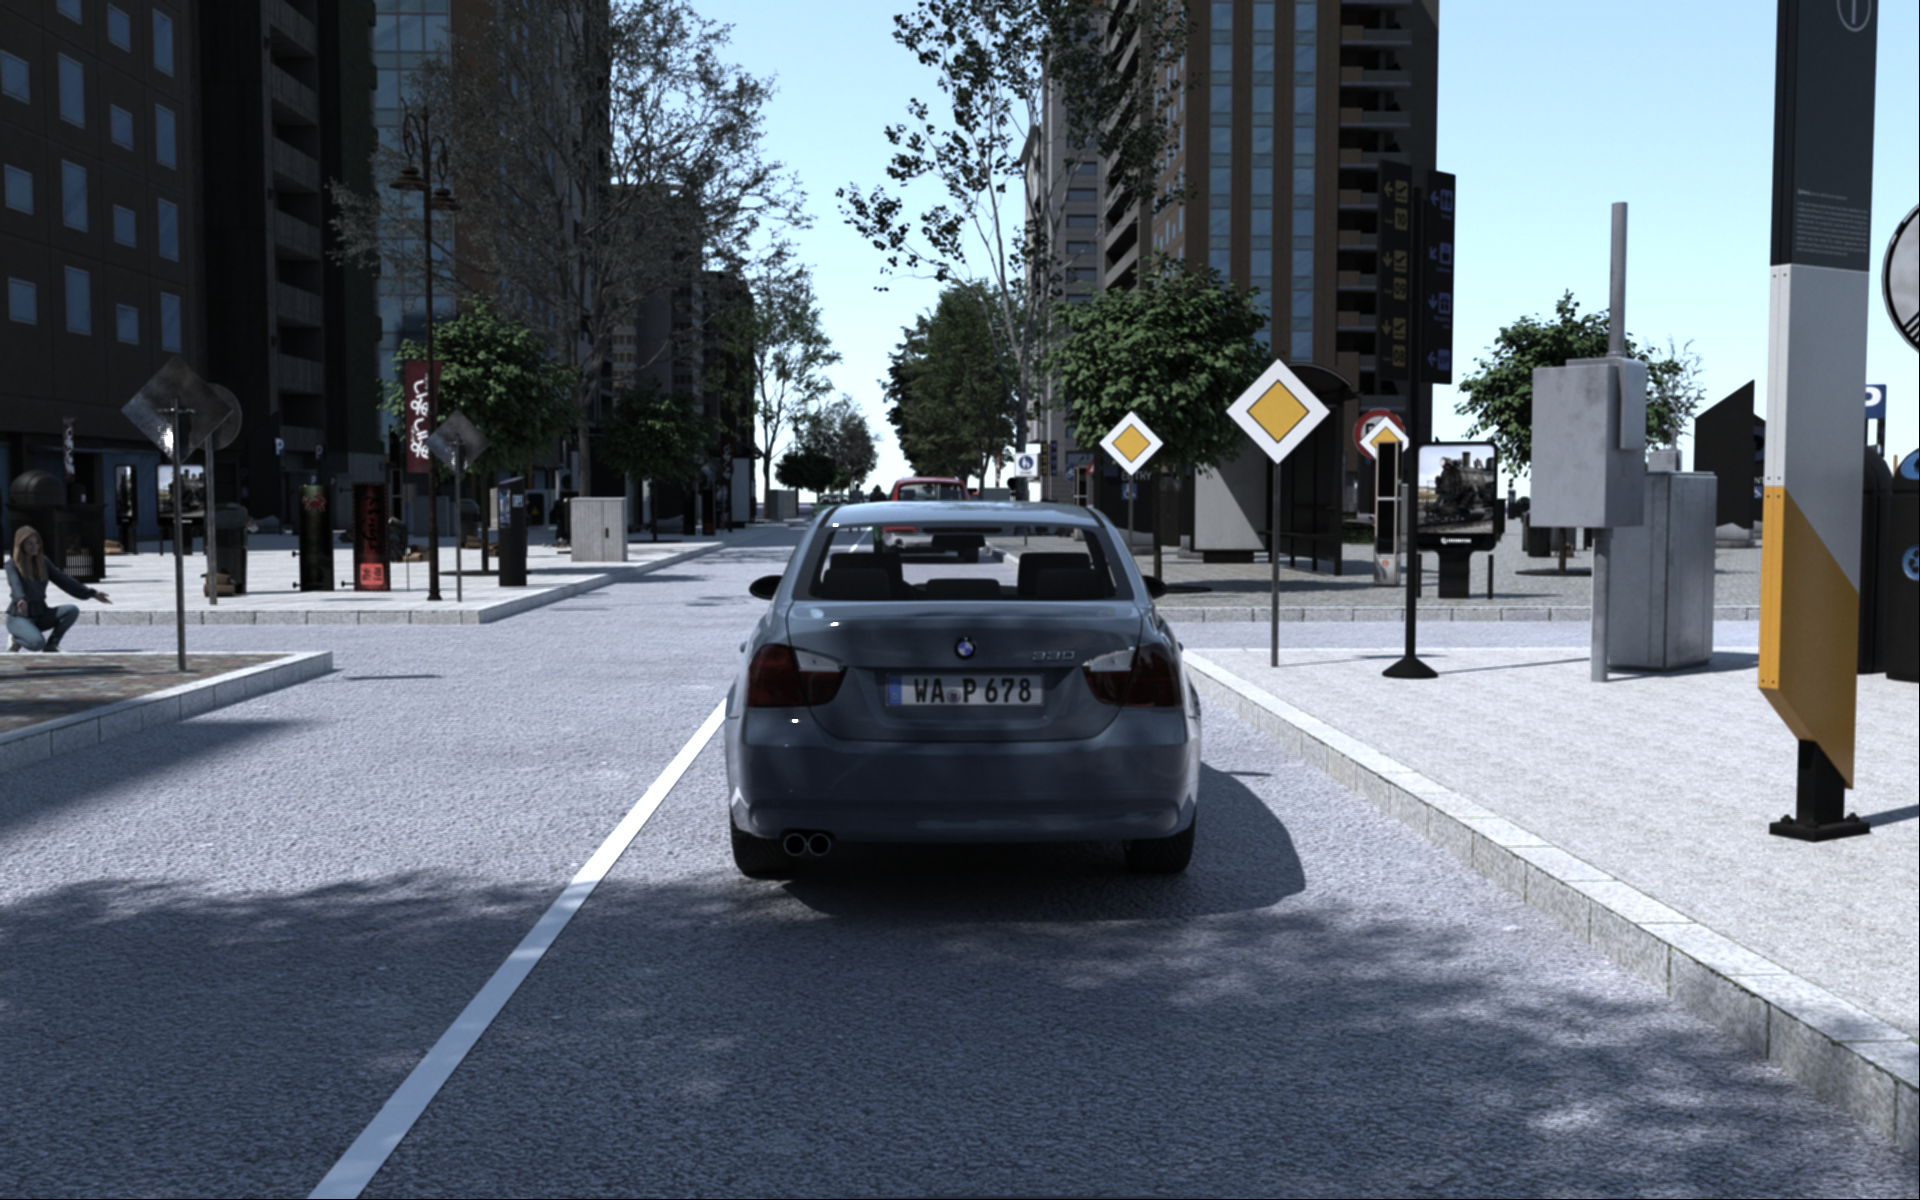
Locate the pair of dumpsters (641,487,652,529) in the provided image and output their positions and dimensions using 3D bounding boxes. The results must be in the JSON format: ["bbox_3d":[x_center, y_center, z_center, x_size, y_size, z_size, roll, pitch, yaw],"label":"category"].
[{"bbox_3d":[-12.109,-3.757,63.925,1.574,2.255,4.437,0,4,-2],"label":"pair of dumpsters"}]

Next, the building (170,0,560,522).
[{"bbox_3d":[-28.247,-26.596,84.954,14.600,45.320,14.200,0,4,-2],"label":"building"}]

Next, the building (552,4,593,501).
[{"bbox_3d":[-38.469,-31.717,107.820,28.713,52.752,27.495,0,4,-2],"label":"building"}]

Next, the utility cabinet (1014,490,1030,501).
[{"bbox_3d":[3.349,-5.210,93.861,0.318,1.500,1.173,2,4,31],"label":"utility cabinet"}]

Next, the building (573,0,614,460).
[{"bbox_3d":[-35.381,-42.394,131.392,20.563,71.187,20.611,0,4,-2],"label":"building"}]

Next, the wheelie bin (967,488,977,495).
[{"bbox_3d":[0.635,-5.159,92.259,0.980,1.594,0.693,0,3,0],"label":"wheelie bin"}]

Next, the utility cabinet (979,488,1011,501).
[{"bbox_3d":[1.214,-3.200,60.993,1.173,1.500,0.318,-2,4,-32],"label":"utility cabinet"}]

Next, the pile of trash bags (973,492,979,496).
[{"bbox_3d":[1.097,-4.849,89.031,1.912,1.369,3.447,1,4,10],"label":"pile of trash bags"}]

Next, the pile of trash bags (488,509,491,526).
[{"bbox_3d":[-17.309,-3.542,67.670,1.912,1.369,3.447,-2,4,-26],"label":"pile of trash bags"}]

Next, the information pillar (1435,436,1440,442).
[{"bbox_3d":[19.289,-4.803,69.889,0.183,3.616,0.504,-1,4,-12],"label":"information pillar"}]

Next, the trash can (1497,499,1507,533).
[{"bbox_3d":[16.834,-2.620,54.488,0.748,1.137,0.748,0,3,0],"label":"trash can"}]

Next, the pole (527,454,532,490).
[{"bbox_3d":[-16.091,-4.336,64.744,0.158,3.312,0.155,0,3,0],"label":"pole"}]

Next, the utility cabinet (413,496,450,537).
[{"bbox_3d":[-15.839,-2.492,51.904,1.020,1.237,0.306,0,4,6],"label":"utility cabinet"}]

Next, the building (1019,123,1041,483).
[{"bbox_3d":[23.312,-39.924,241.997,28.713,52.752,27.495,0,4,-2],"label":"building"}]

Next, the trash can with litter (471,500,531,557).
[{"bbox_3d":[-9.267,-1.459,35.242,1.055,1.170,0.624,1,4,22],"label":"trash can with litter"}]

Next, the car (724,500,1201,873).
[{"bbox_3d":[-0.002,0.254,7.843,2.014,1.417,4.499,0,4,0],"label":"car"}]

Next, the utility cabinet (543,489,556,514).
[{"bbox_3d":[-19.097,-4.370,80.127,0.318,1.500,1.173,-3,4,-39],"label":"utility cabinet"}]

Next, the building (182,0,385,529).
[{"bbox_3d":[-30.366,-17.829,63.204,14.160,30.474,14.107,0,4,-2],"label":"building"}]

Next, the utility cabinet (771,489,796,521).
[{"bbox_3d":[-8.818,-4.817,87.439,1.173,1.500,0.318,-3,5,-42],"label":"utility cabinet"}]

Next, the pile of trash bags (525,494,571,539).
[{"bbox_3d":[-11.393,-2.461,49.993,3.447,1.369,1.912,0,4,2],"label":"pile of trash bags"}]

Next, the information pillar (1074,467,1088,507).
[{"bbox_3d":[3.284,-2.602,47.043,0.304,2.012,0.304,-1,4,-15],"label":"information pillar"}]

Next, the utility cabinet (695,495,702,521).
[{"bbox_3d":[-13.150,-4.696,87.935,0.306,1.237,1.020,1,4,17],"label":"utility cabinet"}]

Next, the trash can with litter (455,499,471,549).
[{"bbox_3d":[-11.441,-1.789,40.630,0.624,1.170,1.055,-2,4,-32],"label":"trash can with litter"}]

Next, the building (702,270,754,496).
[{"bbox_3d":[-34.808,-27.660,223.946,14.160,30.474,14.107,0,4,-2],"label":"building"}]

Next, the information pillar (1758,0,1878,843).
[{"bbox_3d":[3.172,-0.919,6.383,0.504,3.616,0.183,-2,4,-30],"label":"information pillar"}]

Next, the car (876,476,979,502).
[{"bbox_3d":[-0.684,-1.778,37.742,2.281,1.827,5.304,0,4,-3],"label":"car"}]

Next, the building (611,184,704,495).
[{"bbox_3d":[-43.323,-31.342,204.314,32.217,40.220,23.993,0,4,-2],"label":"building"}]

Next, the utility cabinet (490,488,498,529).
[{"bbox_3d":[-16.722,-3.334,63.197,0.318,1.500,1.173,-3,5,-44],"label":"utility cabinet"}]

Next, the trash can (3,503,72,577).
[{"bbox_3d":[-14.081,-0.895,26.285,0.748,1.137,0.748,0,3,0],"label":"trash can"}]

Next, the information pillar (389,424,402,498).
[{"bbox_3d":[-18.890,-4.070,57.897,0.504,3.616,0.183,3,4,39],"label":"information pillar"}]

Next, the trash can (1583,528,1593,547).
[{"bbox_3d":[15.438,-1.854,41.962,0.748,1.137,0.748,0,3,0],"label":"trash can"}]

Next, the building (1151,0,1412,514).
[{"bbox_3d":[20.571,-28.384,114.196,14.600,45.320,14.200,0,4,-2],"label":"building"}]

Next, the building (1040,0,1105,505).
[{"bbox_3d":[20.437,-41.032,212.869,21.231,58.520,28.212,0,4,-2],"label":"building"}]

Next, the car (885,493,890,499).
[{"bbox_3d":[-1.294,-2.125,43.545,1.959,1.807,4.718,0,4,-3],"label":"car"}]

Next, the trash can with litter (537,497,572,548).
[{"bbox_3d":[-9.672,-1.900,42.125,1.678,1.210,2.233,0,4,0],"label":"trash can with litter"}]

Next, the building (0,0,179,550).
[{"bbox_3d":[-28.265,-23.889,40.700,14.600,45.320,14.200,0,4,-2],"label":"building"}]

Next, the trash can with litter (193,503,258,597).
[{"bbox_3d":[-9.279,-0.647,21.972,0.624,1.170,1.055,-1,4,-17],"label":"trash can with litter"}]

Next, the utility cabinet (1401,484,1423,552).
[{"bbox_3d":[9.756,-1.804,38.180,1.173,1.500,0.318,-1,4,-16],"label":"utility cabinet"}]

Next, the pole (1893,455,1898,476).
[{"bbox_3d":[48.703,-5.895,90.234,0.158,3.312,0.155,0,3,0],"label":"pole"}]

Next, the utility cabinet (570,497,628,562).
[{"bbox_3d":[-6.831,-1.322,32.777,1.020,1.237,0.306,0,4,6],"label":"utility cabinet"}]

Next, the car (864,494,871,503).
[{"bbox_3d":[-9.788,-10.920,190.538,2.014,1.417,4.499,0,4,-2],"label":"car"}]

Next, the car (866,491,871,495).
[{"bbox_3d":[-11.340,-12.883,219.438,1.959,1.807,4.718,0,4,-3],"label":"car"}]

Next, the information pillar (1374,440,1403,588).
[{"bbox_3d":[5.910,-1.186,23.888,0.304,2.012,0.304,2,4,27],"label":"information pillar"}]

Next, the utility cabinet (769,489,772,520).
[{"bbox_3d":[-10.149,-5.213,93.918,0.318,1.500,1.173,0,4,5],"label":"utility cabinet"}]

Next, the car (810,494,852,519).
[{"bbox_3d":[-5.442,-3.886,75.337,2.131,1.459,4.920,0,4,-3],"label":"car"}]

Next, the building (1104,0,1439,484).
[{"bbox_3d":[22.833,-31.092,132.058,21.300,48.544,21.600,0,4,-2],"label":"building"}]

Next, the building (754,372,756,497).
[{"bbox_3d":[-35.768,-28.520,238.001,14.160,30.474,14.107,0,4,-2],"label":"building"}]

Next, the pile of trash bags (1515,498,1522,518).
[{"bbox_3d":[31.835,-5.247,95.548,3.447,1.369,1.912,-3,5,-44],"label":"pile of trash bags"}]

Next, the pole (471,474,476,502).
[{"bbox_3d":[-19.014,-4.515,67.658,0.158,3.312,0.155,0,3,0],"label":"pole"}]

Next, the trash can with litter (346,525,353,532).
[{"bbox_3d":[-18.912,-2.665,54.954,1.055,1.170,0.624,-3,4,-39],"label":"trash can with litter"}]

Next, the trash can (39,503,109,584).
[{"bbox_3d":[-12.667,-0.814,24.962,0.748,1.137,0.748,0,3,0],"label":"trash can"}]
